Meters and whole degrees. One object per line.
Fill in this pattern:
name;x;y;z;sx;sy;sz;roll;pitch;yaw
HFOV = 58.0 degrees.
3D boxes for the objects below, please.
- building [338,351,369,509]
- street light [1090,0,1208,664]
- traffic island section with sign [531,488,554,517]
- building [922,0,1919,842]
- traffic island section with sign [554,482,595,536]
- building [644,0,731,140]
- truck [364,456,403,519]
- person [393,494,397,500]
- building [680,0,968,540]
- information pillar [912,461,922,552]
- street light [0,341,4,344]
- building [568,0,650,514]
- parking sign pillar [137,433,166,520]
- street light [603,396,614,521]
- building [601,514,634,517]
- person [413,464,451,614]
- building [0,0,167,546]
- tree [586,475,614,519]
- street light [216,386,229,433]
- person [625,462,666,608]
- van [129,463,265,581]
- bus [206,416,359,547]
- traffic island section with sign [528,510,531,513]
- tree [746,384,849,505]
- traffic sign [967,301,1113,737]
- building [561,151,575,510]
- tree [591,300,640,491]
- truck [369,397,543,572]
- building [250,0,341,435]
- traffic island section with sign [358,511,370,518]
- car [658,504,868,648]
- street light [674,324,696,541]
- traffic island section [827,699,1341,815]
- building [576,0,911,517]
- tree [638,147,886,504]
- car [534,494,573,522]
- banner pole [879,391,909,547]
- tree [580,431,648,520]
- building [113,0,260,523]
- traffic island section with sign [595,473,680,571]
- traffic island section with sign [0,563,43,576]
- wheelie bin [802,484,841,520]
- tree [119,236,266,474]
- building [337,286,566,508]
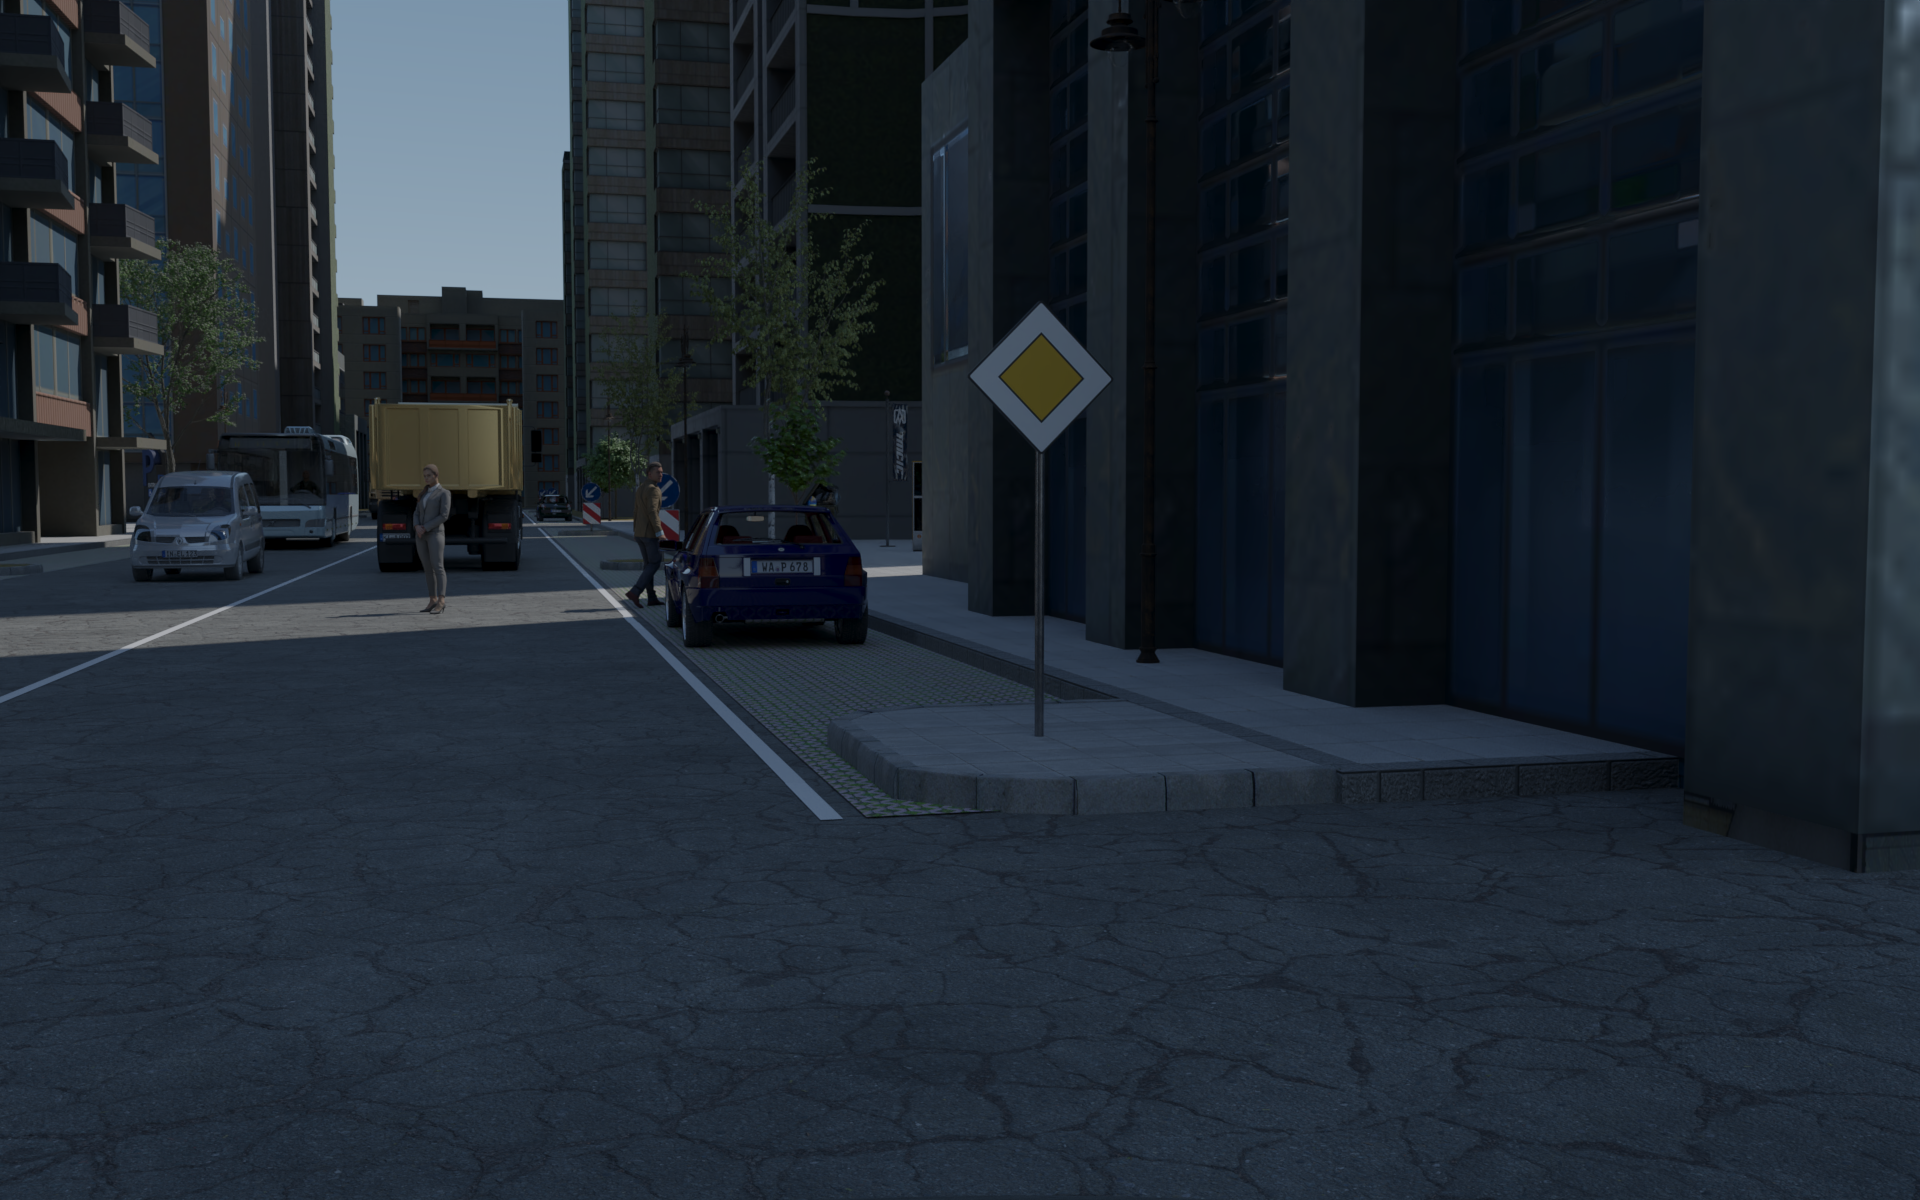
building;-64.370;-50.331;135.591;31.000;86.520;22.319;-1;4;-15
street light;1.432;-2.460;13.015;0.468;5.910;1.993;-1;4;-15
traffic island section with sign;-25.522;-6.073;107.922;1.989;1.847;2.006;-1;4;-15
building;15.548;-43.176;18.594;31.000;86.520;22.319;-1;4;-15
traffic island section with sign;-12.894;-3.136;59.901;1.989;1.847;2.006;-1;4;-15
building;-7.082;-18.700;77.439;14.160;30.474;14.107;-1;4;-15
truck;-32.879;-6.872;101.270;2.839;4.237;11.283;-1;4;-13
person;-26.391;-4.261;81.407;0.421;1.427;0.697;3;4;38
building;2.174;-37.566;52.452;20.563;71.187;20.611;-1;4;-15
information pillar;-0.892;-2.092;38.703;0.304;2.012;0.304;0;4;7
street light;-22.439;-4.106;39.918;0.468;5.910;1.993;-1;4;-15
building;-23.476;-27.689;136.308;14.154;41.232;14.086;-1;4;-15
parking sign pillar;-35.096;-5.321;75.469;1.447;3.967;1.447;3;5;41
street light;-16.529;-6.653;81.559;0.468;5.910;1.993;-1;4;-15
building;-15.152;-25.603;102.206;14.154;41.232;14.086;-1;4;-15
person;-6.413;-0.740;20.870;0.520;1.790;0.573;1;4;12
building;-34.256;-23.840;44.406;22.147;44.769;28.867;-1;4;-15
tree;-18.535;-5.859;90.404;1.663;3.219;1.824;0;3;0
street light;-31.465;-6.205;74.236;0.468;5.910;1.993;-1;4;-15
person;-3.917;-0.820;21.820;0.656;1.842;0.836;2;4;26
van;-13.103;-1.398;29.872;2.013;2.044;4.112;-1;4;-15
bus;-18.836;-3.312;49.018;2.948;3.499;13.247;-1;4;-15
traffic island section with sign;-32.431;-7.679;134.180;1.989;1.847;2.006;-1;4;-15
tree;-2.761;-2.205;30.651;1.663;3.219;1.824;0;3;0
traffic sign;0.416;-0.334;9.109;0.795;2.450;0.064;-1;4;-15
building;-27.246;-23.150;150.195;14.160;30.474;14.107;-1;4;-15
tree;-12.247;-7.117;66.726;4.737;8.622;4.395;0;3;0
truck;-10.362;-2.432;35.688;3.469;3.379;9.791;-1;4;-14
building;-51.108;-26.663;119.538;14.154;41.232;14.086;-1;4;-15
traffic island section with sign;-36.929;-5.871;104.617;1.989;1.847;2.006;-1;4;-15
car;-2.043;-0.305;17.560;1.945;1.354;3.894;-1;4;-13
street light;-7.500;-4.559;47.331;0.468;5.910;1.993;-1;4;-15
traffic island section;0.437;0.801;9.192;2.009;0.180;2.903;-1;4;-15
building;-15.933;-41.635;118.990;20.563;71.187;20.611;-1;4;-15
tree;-3.880;-5.341;37.685;4.737;8.622;4.395;0;3;0
car;-21.322;-4.965;90.958;2.009;1.686;4.222;-1;4;-16
banner pole;-1.585;-3.189;42.156;0.863;3.779;0.401;-3;5;-40
tree;-17.331;-6.338;87.333;4.285;4.588;4.351;0;3;0
building;-42.090;-26.441;82.422;14.600;45.320;14.200;-1;4;-15
traffic island section with sign;-5.877;-1.503;33.203;1.989;1.847;2.006;-1;4;-15
traffic island section with sign;-17.509;-1.352;30.735;1.989;1.847;2.006;-1;4;-15
wheelie bin;-2.644;-1.543;33.140;0.693;1.594;0.980;0;4;1
tree;-30.503;-8.610;66.525;9.928;11.665;9.643;0;3;0
building;-49.796;-20.147;174.446;28.899;21.520;27.650;-1;4;-15
